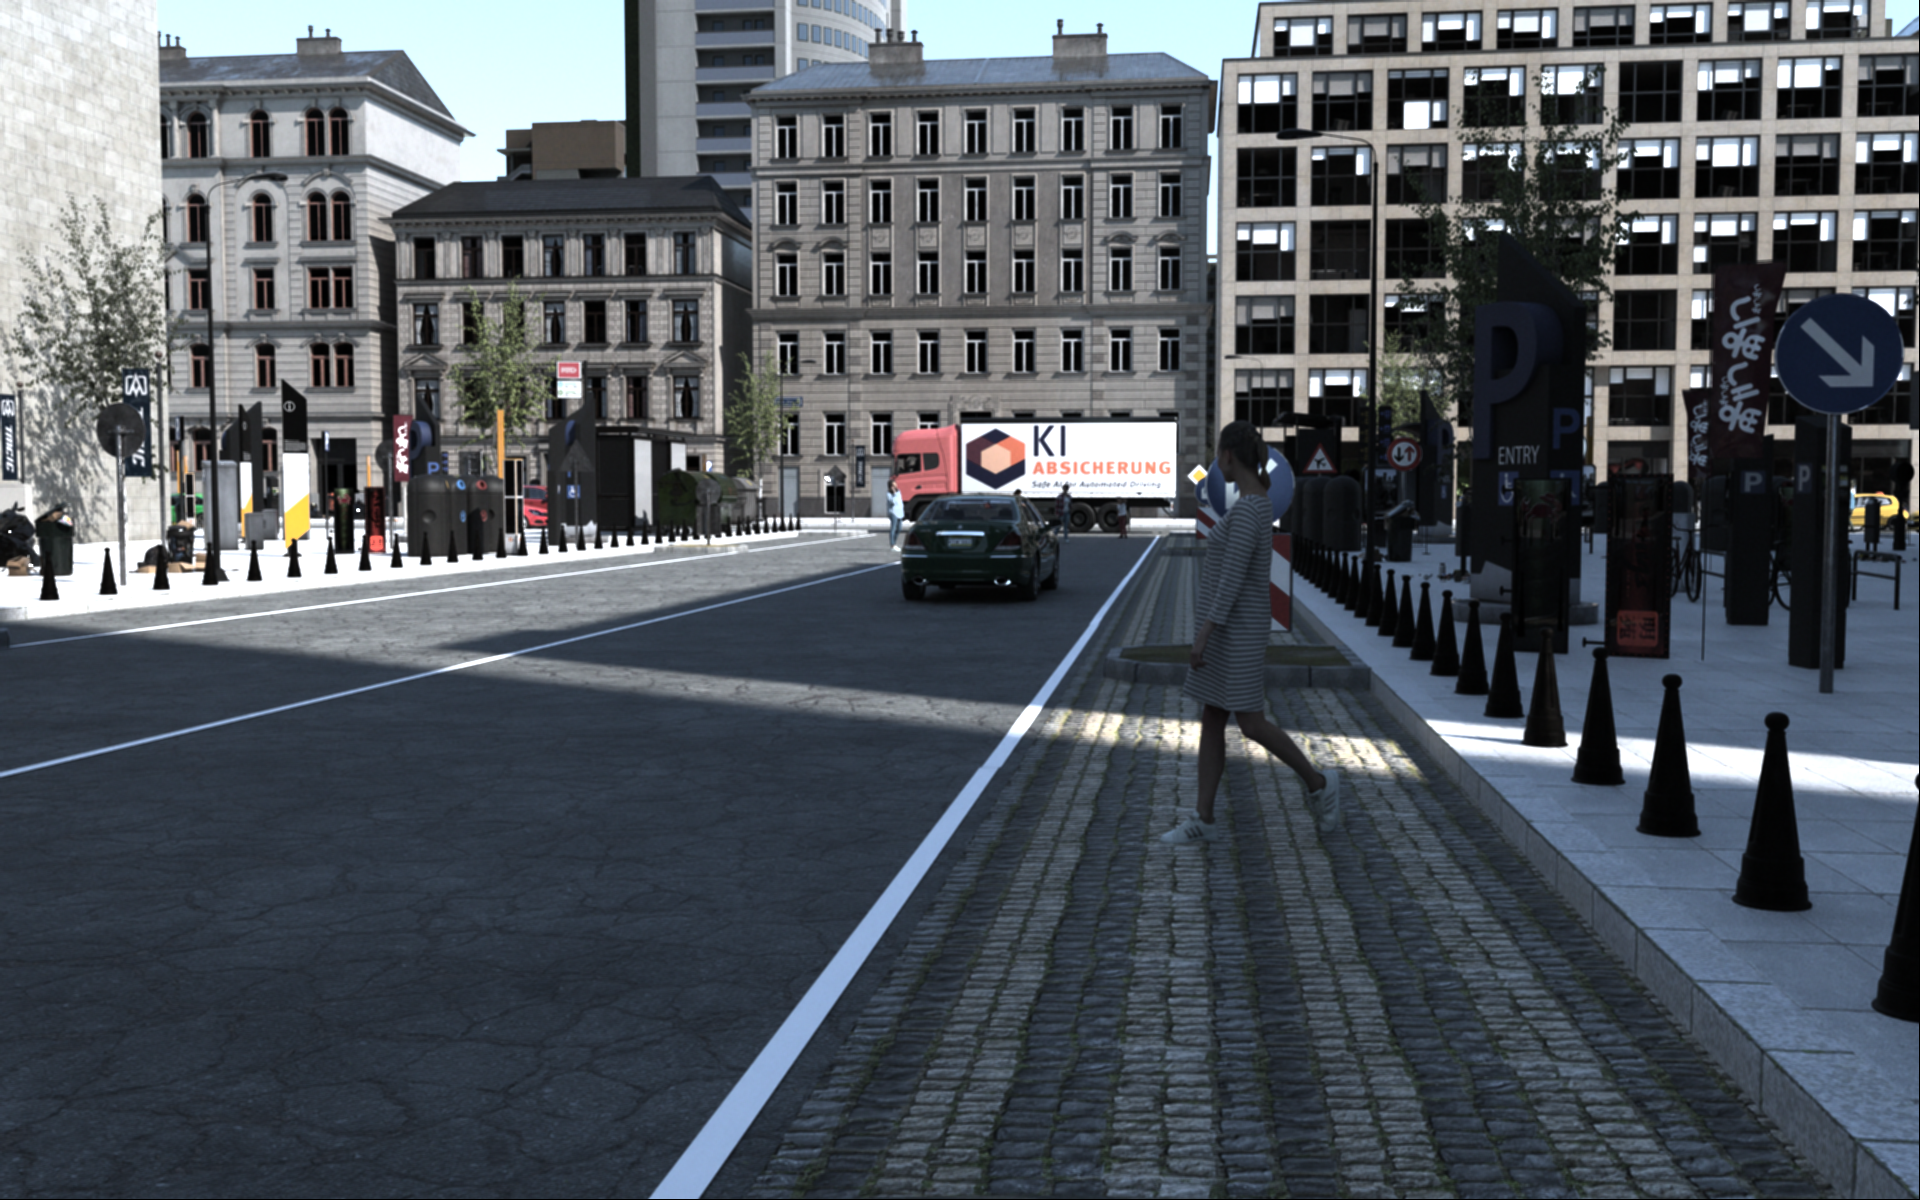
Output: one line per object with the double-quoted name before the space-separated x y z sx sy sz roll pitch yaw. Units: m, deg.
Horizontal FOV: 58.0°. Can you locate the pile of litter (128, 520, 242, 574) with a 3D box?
"pile of litter" -12.748 -0.891 28.538 1.719 0.858 1.176 -1 4 -19

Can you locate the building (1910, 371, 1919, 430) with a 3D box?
"building" 27.839 -14.348 28.100 14.314 27.812 24.014 0 4 8

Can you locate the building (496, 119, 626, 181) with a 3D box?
"building" -44.902 -33.897 204.323 14.200 45.320 14.600 0 4 8

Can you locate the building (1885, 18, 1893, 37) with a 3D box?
"building" 88.172 -34.191 182.728 21.600 48.544 21.300 0 4 8

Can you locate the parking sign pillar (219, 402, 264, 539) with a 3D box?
"parking sign pillar" -20.734 -3.762 49.981 1.447 3.967 1.447 1 4 20

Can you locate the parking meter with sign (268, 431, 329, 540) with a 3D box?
"parking meter with sign" -18.434 -3.166 48.025 1.738 3.016 0.543 -1 4 -9

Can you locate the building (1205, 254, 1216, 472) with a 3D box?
"building" 47.999 -34.756 260.140 23.993 40.220 32.217 0 4 8

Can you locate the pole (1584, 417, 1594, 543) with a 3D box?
"pole" 16.598 -3.172 45.707 0.158 3.312 0.155 0 3 0

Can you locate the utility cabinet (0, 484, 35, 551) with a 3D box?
"utility cabinet" -20.125 -1.697 36.421 1.173 1.500 0.318 0 4 4

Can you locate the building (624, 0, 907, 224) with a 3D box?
"building" -17.573 -38.034 163.852 21.231 58.520 28.212 0 4 8

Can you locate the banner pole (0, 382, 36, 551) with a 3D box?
"banner pole" -20.997 -2.965 38.490 0.401 3.779 0.863 1 4 11

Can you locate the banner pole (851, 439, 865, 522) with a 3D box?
"banner pole" -4.663 -5.420 78.631 0.863 3.779 0.401 2 4 25

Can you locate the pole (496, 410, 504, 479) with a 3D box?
"pole" -11.118 -2.942 41.944 0.158 3.312 0.155 0 3 0

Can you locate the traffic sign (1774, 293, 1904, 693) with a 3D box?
"traffic sign" 5.592 -0.673 11.104 0.768 2.556 0.104 1 4 11

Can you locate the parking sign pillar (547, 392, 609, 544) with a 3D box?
"parking sign pillar" -9.942 -3.479 45.356 1.447 3.967 1.447 0 4 4

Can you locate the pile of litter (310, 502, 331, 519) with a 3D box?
"pile of litter" -33.649 -4.677 90.439 1.719 0.858 1.176 2 4 32

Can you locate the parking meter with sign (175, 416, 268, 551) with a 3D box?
"parking meter with sign" -16.759 -2.629 39.251 1.738 3.016 0.543 -2 4 -34

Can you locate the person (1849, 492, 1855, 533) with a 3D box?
"person" 29.914 -3.025 58.302 0.601 1.785 0.444 -1 4 -19

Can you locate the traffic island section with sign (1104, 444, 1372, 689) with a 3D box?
"traffic island section with sign" 2.161 -0.312 13.728 1.989 1.847 2.006 0 4 8

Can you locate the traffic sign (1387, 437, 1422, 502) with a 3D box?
"traffic sign" 9.886 -2.355 38.611 0.768 2.556 0.104 1 4 9

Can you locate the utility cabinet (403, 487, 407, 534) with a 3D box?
"utility cabinet" -17.146 -2.850 55.278 1.173 1.500 0.318 -2 4 -26

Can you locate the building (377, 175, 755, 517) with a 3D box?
"building" -21.434 -14.309 98.574 19.286 19.102 10.561 0 4 8

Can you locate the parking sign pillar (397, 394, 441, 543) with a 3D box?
"parking sign pillar" -14.225 -3.516 45.961 1.447 3.967 1.447 -3 4 -39

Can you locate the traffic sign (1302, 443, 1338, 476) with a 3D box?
"traffic sign" 9.104 -2.682 43.847 0.884 2.594 0.081 1 4 17

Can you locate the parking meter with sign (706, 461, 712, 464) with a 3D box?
"parking meter with sign" -12.625 -5.835 91.664 1.738 3.016 0.543 2 4 26

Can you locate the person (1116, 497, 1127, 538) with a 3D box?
"person" 5.280 -2.689 56.366 0.435 1.345 0.340 2 4 27

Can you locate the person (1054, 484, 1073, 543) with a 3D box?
"person" 3.055 -2.556 51.133 0.563 1.720 0.643 -2 4 -28

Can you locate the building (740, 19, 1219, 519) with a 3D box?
"building" 1.566 -18.314 96.689 25.104 27.353 12.463 0 4 8

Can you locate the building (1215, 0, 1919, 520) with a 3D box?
"building" 31.423 -17.787 95.330 34.151 26.468 19.350 0 4 8

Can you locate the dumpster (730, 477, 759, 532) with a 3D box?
"dumpster" -7.722 -3.282 59.418 1.264 1.857 1.865 0 4 7

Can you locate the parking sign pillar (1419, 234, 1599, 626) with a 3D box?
"parking sign pillar" 5.708 -1.772 17.444 1.447 3.967 1.447 -1 4 -16

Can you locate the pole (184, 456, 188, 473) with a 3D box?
"pole" -41.588 -6.067 93.039 0.158 3.312 0.155 0 3 0

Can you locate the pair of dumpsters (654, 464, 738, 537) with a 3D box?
"pair of dumpsters" -8.213 -3.145 53.908 1.574 2.255 4.437 0 4 8

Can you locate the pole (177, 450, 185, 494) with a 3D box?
"pole" -36.525 -5.333 81.030 0.158 3.312 0.155 0 3 0

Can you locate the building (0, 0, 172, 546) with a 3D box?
"building" -31.211 -11.583 44.130 16.860 20.320 10.420 0 4 8

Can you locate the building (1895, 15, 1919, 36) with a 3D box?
"building" 58.397 -18.578 89.657 20.117 28.700 13.634 0 4 8

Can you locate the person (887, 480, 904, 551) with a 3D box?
"person" -1.650 -2.129 43.568 0.793 1.790 0.793 0 4 -4

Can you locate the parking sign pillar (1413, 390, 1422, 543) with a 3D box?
"parking sign pillar" 12.468 -3.475 45.294 1.447 3.967 1.447 3 4 37

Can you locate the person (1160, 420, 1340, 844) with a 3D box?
"person" 1.186 0.130 7.118 0.760 1.731 0.466 -1 4 -19

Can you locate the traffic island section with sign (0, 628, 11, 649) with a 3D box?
"traffic island section with sign" -9.898 -0.436 15.752 1.989 1.847 2.006 0 4 8

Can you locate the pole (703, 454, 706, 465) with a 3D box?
"pole" -13.061 -5.796 88.611 0.158 3.312 0.155 0 3 0

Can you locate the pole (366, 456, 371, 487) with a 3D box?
"pole" -31.662 -6.051 92.774 0.158 3.312 0.155 0 3 0

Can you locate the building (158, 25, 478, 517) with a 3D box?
"building" -42.511 -19.260 102.284 23.554 28.519 14.401 0 4 8

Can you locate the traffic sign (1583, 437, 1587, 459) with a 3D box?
"traffic sign" 11.559 -2.017 33.089 0.768 2.556 0.104 1 4 15

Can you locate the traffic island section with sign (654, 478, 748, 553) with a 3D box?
"traffic island section with sign" -6.314 -2.088 42.774 1.989 1.847 2.006 0 4 8

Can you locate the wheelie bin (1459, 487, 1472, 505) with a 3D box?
"wheelie bin" 22.791 -4.243 77.276 0.980 1.594 0.693 0 4 2

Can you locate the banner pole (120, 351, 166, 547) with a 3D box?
"banner pole" -14.265 -2.471 30.418 0.863 3.779 0.401 0 4 -6
